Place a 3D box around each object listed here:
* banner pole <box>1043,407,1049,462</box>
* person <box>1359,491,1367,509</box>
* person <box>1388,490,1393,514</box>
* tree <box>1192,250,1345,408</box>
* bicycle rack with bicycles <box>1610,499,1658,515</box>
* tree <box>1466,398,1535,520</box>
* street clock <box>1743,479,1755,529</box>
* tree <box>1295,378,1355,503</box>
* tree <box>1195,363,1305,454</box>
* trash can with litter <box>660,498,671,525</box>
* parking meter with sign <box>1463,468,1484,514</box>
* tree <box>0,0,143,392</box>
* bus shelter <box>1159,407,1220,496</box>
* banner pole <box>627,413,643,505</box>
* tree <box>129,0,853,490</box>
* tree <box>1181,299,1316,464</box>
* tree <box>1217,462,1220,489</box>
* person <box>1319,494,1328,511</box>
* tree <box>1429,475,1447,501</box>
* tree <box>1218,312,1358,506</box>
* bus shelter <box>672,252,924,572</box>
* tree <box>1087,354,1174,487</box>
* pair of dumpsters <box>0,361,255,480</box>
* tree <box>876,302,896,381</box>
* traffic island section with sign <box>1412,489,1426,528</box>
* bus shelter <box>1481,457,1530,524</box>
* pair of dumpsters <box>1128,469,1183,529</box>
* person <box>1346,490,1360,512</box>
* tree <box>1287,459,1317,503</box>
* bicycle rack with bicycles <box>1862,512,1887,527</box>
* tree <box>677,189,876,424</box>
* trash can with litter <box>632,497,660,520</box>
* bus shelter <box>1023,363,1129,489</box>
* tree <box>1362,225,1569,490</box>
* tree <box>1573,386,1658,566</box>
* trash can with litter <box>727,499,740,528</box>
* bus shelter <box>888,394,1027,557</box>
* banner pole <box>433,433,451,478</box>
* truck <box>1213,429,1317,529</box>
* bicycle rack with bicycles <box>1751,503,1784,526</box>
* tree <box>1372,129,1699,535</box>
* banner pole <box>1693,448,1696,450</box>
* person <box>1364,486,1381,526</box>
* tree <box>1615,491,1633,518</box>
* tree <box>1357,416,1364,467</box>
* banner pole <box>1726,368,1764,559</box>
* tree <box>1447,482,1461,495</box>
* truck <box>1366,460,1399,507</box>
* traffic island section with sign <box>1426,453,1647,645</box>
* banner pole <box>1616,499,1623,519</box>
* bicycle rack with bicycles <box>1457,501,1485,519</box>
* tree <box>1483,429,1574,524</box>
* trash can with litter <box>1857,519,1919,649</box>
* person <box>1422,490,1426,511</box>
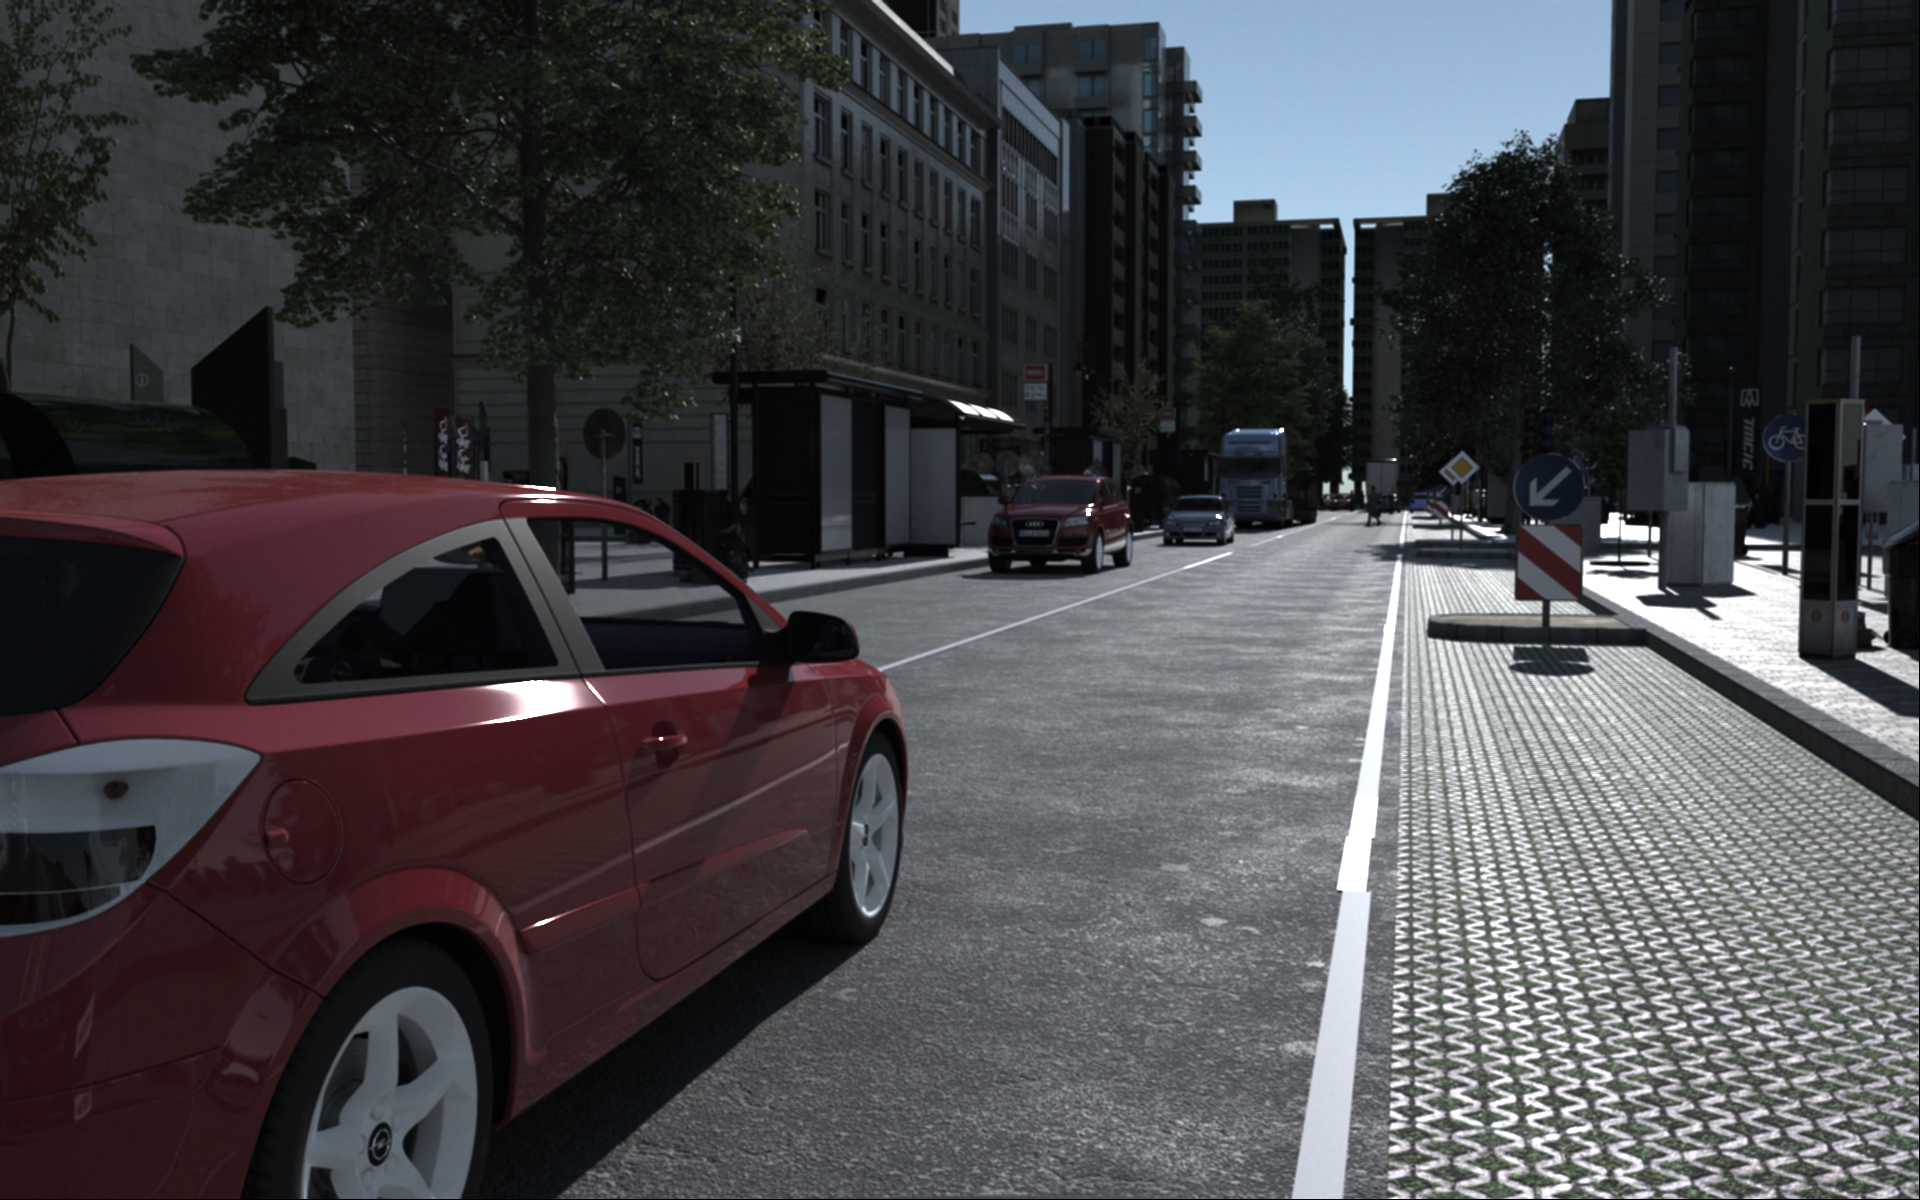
[{"bbox_3d":[2.495,-3.663,49.910,0.401,3.779,0.863,0,4,-7],"label":"banner pole"},{"bbox_3d":[39.410,-9.793,169.336,1.217,1.735,0.721,-3,5,-41],"label":"person"},{"bbox_3d":[30.609,-6.977,123.383,0.445,1.727,0.742,-2,4,-28],"label":"person"},{"bbox_3d":[24.081,-17.206,137.215,12.611,20.169,13.585,0,3,0],"label":"tree"},{"bbox_3d":[44.222,-6.185,114.508,2.852,0.926,2.925,0,4,0],"label":"bicycle rack with bicycles"},{"bbox_3d":[25.656,-8.201,84.455,4.737,8.622,4.395,0,3,0],"label":"tree"},{"bbox_3d":[28.951,-3.611,63.611,0.358,2.002,0.471,0,4,-2],"label":"street clock"},{"bbox_3d":[35.495,-16.361,177.876,12.009,13.543,11.850,0,3,0],"label":"tree"},{"bbox_3d":[18.618,-10.779,110.643,7.601,10.594,8.767,-1,4,-20],"label":"tree"},{"bbox_3d":[-10.206,-3.025,60.848,1.055,1.170,0.624,0,4,2],"label":"trash can with litter"},{"bbox_3d":[33.399,-7.181,113.676,1.738,3.016,0.543,0,4,-6],"label":"parking meter with sign"},{"bbox_3d":[-12.693,-4.400,22.309,4.737,8.622,4.395,0,3,0],"label":"tree"},{"bbox_3d":[10.971,-6.437,82.876,2.179,5.291,8.768,1,4,14],"label":"bus shelter"},{"bbox_3d":[-10.071,-3.887,53.566,0.401,3.779,0.863,2,4,29],"label":"banner pole"},{"bbox_3d":[-4.892,-6.179,19.162,7.486,12.596,7.792,0,3,0],"label":"tree"},{"bbox_3d":[16.797,-11.173,100.804,7.486,12.596,7.792,0,3,0],"label":"tree"},{"bbox_3d":[14.302,-5.978,92.344,1.663,3.219,1.824,0,3,0],"label":"tree"},{"bbox_3d":[30.714,-8.226,146.185,0.799,1.438,0.628,1,4,21],"label":"person"},{"bbox_3d":[50.237,-11.955,179.181,4.285,4.588,4.351,0,3,0],"label":"tree"},{"bbox_3d":[22.032,-13.216,122.743,9.857,13.997,8.962,0,3,0],"label":"tree"},{"bbox_3d":[-2.871,-3.257,30.880,2.179,5.291,8.768,1,4,14],"label":"bus shelter"},{"bbox_3d":[8.929,-8.566,90.424,4.360,8.622,3.978,0,3,0],"label":"tree"},{"bbox_3d":[-6.689,-0.551,11.510,1.574,2.255,4.437,1,4,14],"label":"pair of dumpsters"},{"bbox_3d":[-4.268,-6.286,53.143,4.360,8.622,3.978,0,3,0],"label":"tree"},{"bbox_3d":[19.959,-3.898,72.354,1.989,1.847,2.006,1,4,14],"label":"traffic island section with sign"},{"bbox_3d":[23.087,-4.835,72.979,2.014,3.302,5.546,1,4,14],"label":"bus shelter"},{"bbox_3d":[7.307,-3.812,64.825,1.574,2.255,4.437,1,4,15],"label":"pair of dumpsters"},{"bbox_3d":[31.146,-7.836,137.346,1.217,1.743,0.721,3,5,40],"label":"person"},{"bbox_3d":[31.252,-10.742,159.352,4.285,4.588,4.351,0,3,0],"label":"tree"},{"bbox_3d":[34.776,-3.321,67.687,2.925,0.926,2.852,-2,4,-27],"label":"bicycle rack with bicycles"},{"bbox_3d":[-4.755,-5.585,41.676,4.360,8.622,3.978,0,3,0],"label":"tree"},{"bbox_3d":[-8.379,-2.041,44.756,0.624,1.170,1.055,-3,5,-41],"label":"trash can with litter"},{"bbox_3d":[3.652,-4.771,55.639,2.179,5.291,8.768,1,4,14],"label":"bus shelter"},{"bbox_3d":[30.810,-15.247,105.185,12.611,20.169,13.585,0,3,0],"label":"tree"},{"bbox_3d":[11.876,-2.251,31.409,1.663,3.219,1.824,0,3,0],"label":"tree"},{"bbox_3d":[-7.357,-2.702,55.559,0.624,1.170,1.055,3,5,41],"label":"trash can with litter"},{"bbox_3d":[-0.130,-2.684,37.815,2.014,3.302,5.546,1,4,15],"label":"bus shelter"},{"bbox_3d":[-21.144,-4.931,70.633,0.863,3.779,0.401,0,4,-7],"label":"banner pole"},{"bbox_3d":[13.927,-5.349,77.214,2.967,4.110,18.799,1,4,16],"label":"truck"},{"bbox_3d":[32.167,-3.495,70.517,2.925,0.926,2.852,0,4,-5],"label":"bicycle rack with bicycles"},{"bbox_3d":[17.726,-8.433,54.894,9.611,12.733,9.660,0,3,0],"label":"tree"},{"bbox_3d":[34.787,-5.657,82.513,0.401,3.779,0.863,-1,4,-13],"label":"banner pole"},{"bbox_3d":[18.682,-4.268,78.384,0.767,1.812,0.694,3,5,44],"label":"person"},{"bbox_3d":[36.220,-6.711,93.432,4.285,4.588,4.351,0,3,0],"label":"tree"},{"bbox_3d":[39.659,-17.347,190.272,9.857,13.997,8.962,0,3,0],"label":"tree"},{"bbox_3d":[15.400,-2.701,34.184,0.401,3.779,0.863,-3,4,-37],"label":"banner pole"},{"bbox_3d":[41.647,-9.141,144.058,1.663,3.219,1.824,0,3,0],"label":"tree"},{"bbox_3d":[35.688,-9.637,146.483,2.839,4.237,11.283,1,4,14],"label":"truck"},{"bbox_3d":[5.773,-0.543,17.500,1.989,1.847,2.006,1,4,14],"label":"traffic island section with sign"},{"bbox_3d":[34.729,-6.157,90.677,0.863,3.779,0.401,-3,5,-45],"label":"banner pole"},{"bbox_3d":[27.278,-4.694,90.132,2.925,0.926,2.852,0,4,-1],"label":"bicycle rack with bicycles"},{"bbox_3d":[20.854,-4.901,63.841,4.285,4.588,4.351,0,3,0],"label":"tree"},{"bbox_3d":[7.764,-0.187,14.438,1.055,1.170,0.624,1,4,12],"label":"trash can with litter"},{"bbox_3d":[38.944,-8.302,144.760,0.750,1.759,0.617,0,4,5],"label":"person"}]
